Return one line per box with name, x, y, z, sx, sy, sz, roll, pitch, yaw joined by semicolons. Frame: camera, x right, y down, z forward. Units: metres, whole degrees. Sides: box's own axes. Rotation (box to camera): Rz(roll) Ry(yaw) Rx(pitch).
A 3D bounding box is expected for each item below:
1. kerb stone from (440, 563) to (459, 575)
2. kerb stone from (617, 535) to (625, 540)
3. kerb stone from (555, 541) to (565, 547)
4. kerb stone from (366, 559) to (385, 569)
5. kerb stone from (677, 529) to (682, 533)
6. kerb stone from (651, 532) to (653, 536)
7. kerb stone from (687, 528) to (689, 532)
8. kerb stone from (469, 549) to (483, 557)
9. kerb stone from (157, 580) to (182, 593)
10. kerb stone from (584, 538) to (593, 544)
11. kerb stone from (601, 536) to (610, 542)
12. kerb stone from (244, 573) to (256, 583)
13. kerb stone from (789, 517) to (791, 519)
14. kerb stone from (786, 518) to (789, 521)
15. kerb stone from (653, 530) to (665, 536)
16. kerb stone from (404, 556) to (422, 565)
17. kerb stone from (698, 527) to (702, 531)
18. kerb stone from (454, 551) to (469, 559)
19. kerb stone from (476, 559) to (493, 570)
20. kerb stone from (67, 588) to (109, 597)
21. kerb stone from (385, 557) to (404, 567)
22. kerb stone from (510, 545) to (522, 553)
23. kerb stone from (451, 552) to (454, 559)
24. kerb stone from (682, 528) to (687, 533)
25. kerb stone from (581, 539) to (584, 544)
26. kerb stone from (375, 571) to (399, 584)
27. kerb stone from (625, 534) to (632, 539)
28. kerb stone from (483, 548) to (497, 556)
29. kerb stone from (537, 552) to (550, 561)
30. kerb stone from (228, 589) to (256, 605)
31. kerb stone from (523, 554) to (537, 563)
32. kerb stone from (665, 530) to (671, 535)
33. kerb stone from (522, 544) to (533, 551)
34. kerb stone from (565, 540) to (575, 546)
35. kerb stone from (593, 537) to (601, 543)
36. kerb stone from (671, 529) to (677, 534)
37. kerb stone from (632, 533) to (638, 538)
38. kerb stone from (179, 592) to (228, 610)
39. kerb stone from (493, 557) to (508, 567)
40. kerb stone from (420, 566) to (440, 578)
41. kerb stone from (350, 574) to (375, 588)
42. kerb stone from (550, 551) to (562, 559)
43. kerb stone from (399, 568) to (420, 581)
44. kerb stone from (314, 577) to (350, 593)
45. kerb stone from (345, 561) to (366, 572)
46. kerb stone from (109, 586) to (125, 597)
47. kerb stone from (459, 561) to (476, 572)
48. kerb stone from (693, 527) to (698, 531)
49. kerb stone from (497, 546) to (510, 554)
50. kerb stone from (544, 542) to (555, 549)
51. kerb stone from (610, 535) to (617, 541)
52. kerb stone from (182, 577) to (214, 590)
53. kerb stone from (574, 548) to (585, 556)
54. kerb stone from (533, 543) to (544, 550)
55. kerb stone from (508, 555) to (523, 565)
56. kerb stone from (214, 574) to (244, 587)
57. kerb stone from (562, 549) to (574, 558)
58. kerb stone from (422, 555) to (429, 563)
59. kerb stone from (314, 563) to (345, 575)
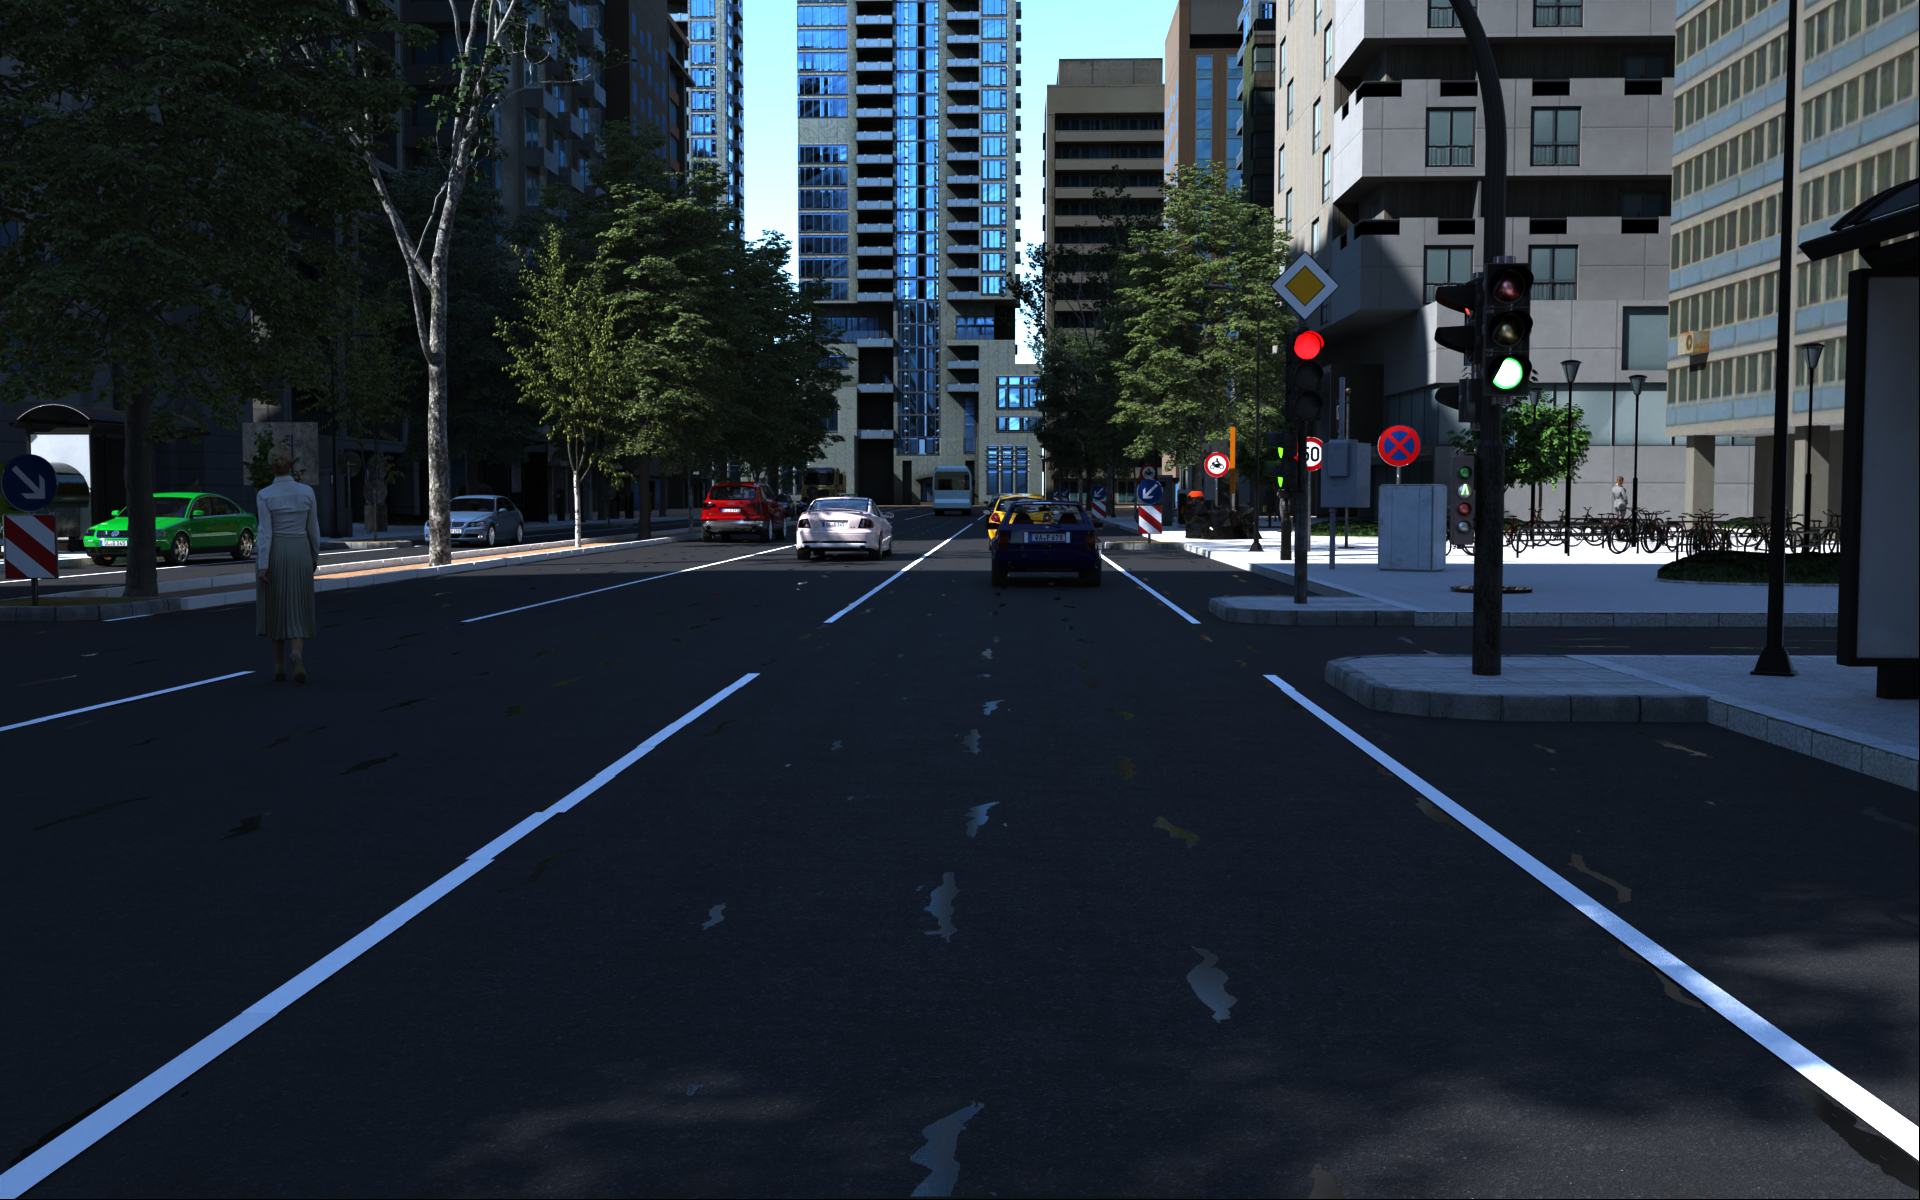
kerb stone;-9.247;-0.541;31.046;0.120;0.150;1.000;0;4;2
kerb stone;-10.627;-1.921;53.641;0.120;0.150;1.000;0;4;2
kerb stone;-10.862;-1.480;46.479;0.120;0.150;1.000;0;4;2
kerb stone;-11.289;-0.669;33.138;0.120;0.150;1.000;0;4;2
kerb stone;-10.326;-2.486;62.885;0.120;0.150;1.000;0;4;2
kerb stone;-10.491;-2.165;57.747;0.120;0.150;1.000;0;4;2
kerb stone;-10.270;-2.614;64.934;0.120;0.150;1.000;0;4;2
kerb stone;-11.089;-1.046;39.303;0.120;0.150;1.000;0;4;2
kerb stone;-11.543;-0.169;24.954;0.120;0.150;1.000;0;4;2
kerb stone;-10.754;-1.669;49.545;0.120;0.150;1.000;0;4;2
kerb stone;-10.690;-1.798;51.597;0.120;0.150;1.000;0;4;2
kerb stone;-11.451;-0.356;28.020;0.120;0.150;1.000;0;4;2
kerb stone;-9.309;-4.429;94.640;0.120;0.150;1.000;0;4;2
kerb stone;-9.381;-4.305;92.587;0.120;0.150;1.000;0;4;2
kerb stone;-10.425;-2.299;59.793;0.120;0.150;1.000;0;4;2
kerb stone;-11.216;-0.794;35.193;0.120;0.150;1.000;0;4;2
kerb stone;-10.200;-2.739;66.978;0.120;0.150;1.000;0;4;2
kerb stone;-11.119;-0.982;38.270;0.120;0.150;1.000;0;4;2
kerb stone;-9.174;-0.666;33.089;0.120;0.150;1.000;0;4;2
kerb stone;-11.610;-0.043;22.902;0.120;0.150;1.000;0;4;2
kerb stone;-11.249;-0.732;34.164;0.120;0.150;1.000;0;4;2
kerb stone;-10.983;-1.234;42.374;0.120;0.150;1.000;0;4;2
kerb stone;-11.159;-0.921;37.249;0.120;0.150;1.000;0;4;2
kerb stone;-10.305;-2.551;63.909;0.120;0.150;1.000;0;4;2
kerb stone;-10.791;-1.610;48.522;0.120;0.150;1.000;0;4;2
kerb stone;-9.342;-0.353;27.962;0.120;0.150;1.000;0;4;2
kerb stone;-10.588;-1.983;54.663;0.120;0.150;1.000;0;4;2
kerb stone;-11.052;-1.106;40.325;0.120;0.150;1.000;0;4;2
kerb stone;-9.057;-0.917;37.195;0.120;0.150;1.000;0;4;2
kerb stone;-9.519;-0.036;22.847;0.120;0.150;1.000;0;4;2
kerb stone;-9.079;-0.855;36.173;0.120;0.150;1.000;0;4;2
kerb stone;-10.396;-2.363;60.826;0.120;0.150;1.000;0;4;2
kerb stone;-10.961;-1.297;43.397;0.120;0.150;1.000;0;4;2
kerb stone;-10.824;-1.548;47.500;0.120;0.150;1.000;0;4;2
kerb stone;-10.723;-1.736;50.572;0.120;0.150;1.000;0;4;2
kerb stone;-10.363;-2.421;61.853;0.120;0.150;1.000;0;4;2
kerb stone;-10.562;-2.045;55.685;0.120;0.150;1.000;0;4;2
kerb stone;-9.549;0.024;21.825;0.120;0.150;1.000;0;4;2
kerb stone;-9.158;-0.729;34.119;0.120;0.150;1.000;0;4;2
kerb stone;-9.278;-0.476;30.016;0.120;0.150;1.000;0;4;2
kerb stone;-9.379;-0.290;26.940;0.120;0.150;1.000;0;4;2
kerb stone;-9.022;-0.974;38.217;0.120;0.150;1.000;0;4;2
kerb stone;-9.318;-0.415;28.986;0.120;0.150;1.000;0;4;2
kerb stone;-9.417;-0.226;25.912;0.120;0.150;1.000;0;4;2
kerb stone;-11.318;-0.607;32.115;0.120;0.150;1.000;0;4;2
kerb stone;-11.575;-0.106;23.932;0.120;0.150;1.000;0;4;2
kerb stone;-9.221;-0.604;32.068;0.120;0.150;1.000;0;4;2
kerb stone;-10.225;-2.676;65.956;0.120;0.150;1.000;0;4;2
kerb stone;-11.023;-1.172;41.353;0.120;0.150;1.000;0;4;2
kerb stone;-10.887;-1.423;45.453;0.120;0.150;1.000;0;4;2
kerb stone;-10.659;-1.861;52.619;0.120;0.150;1.000;0;4;2
kerb stone;-11.519;-0.231;25.976;0.120;0.150;1.000;0;4;2
kerb stone;-8.953;-1.105;40.268;0.120;0.150;1.000;0;4;2
kerb stone;-10.924;-1.359;44.418;0.120;0.150;1.000;0;4;2
kerb stone;-9.114;-0.792;35.148;0.120;0.150;1.000;0;4;2
kerb stone;-11.479;-0.292;26.998;0.120;0.150;1.000;0;4;2
kerb stone;-8.987;-1.042;39.239;0.120;0.150;1.000;0;4;2
kerb stone;-11.190;-0.854;36.225;0.120;0.150;1.000;0;4;2
kerb stone;-11.349;-0.542;31.093;0.120;0.150;1.000;0;4;2
